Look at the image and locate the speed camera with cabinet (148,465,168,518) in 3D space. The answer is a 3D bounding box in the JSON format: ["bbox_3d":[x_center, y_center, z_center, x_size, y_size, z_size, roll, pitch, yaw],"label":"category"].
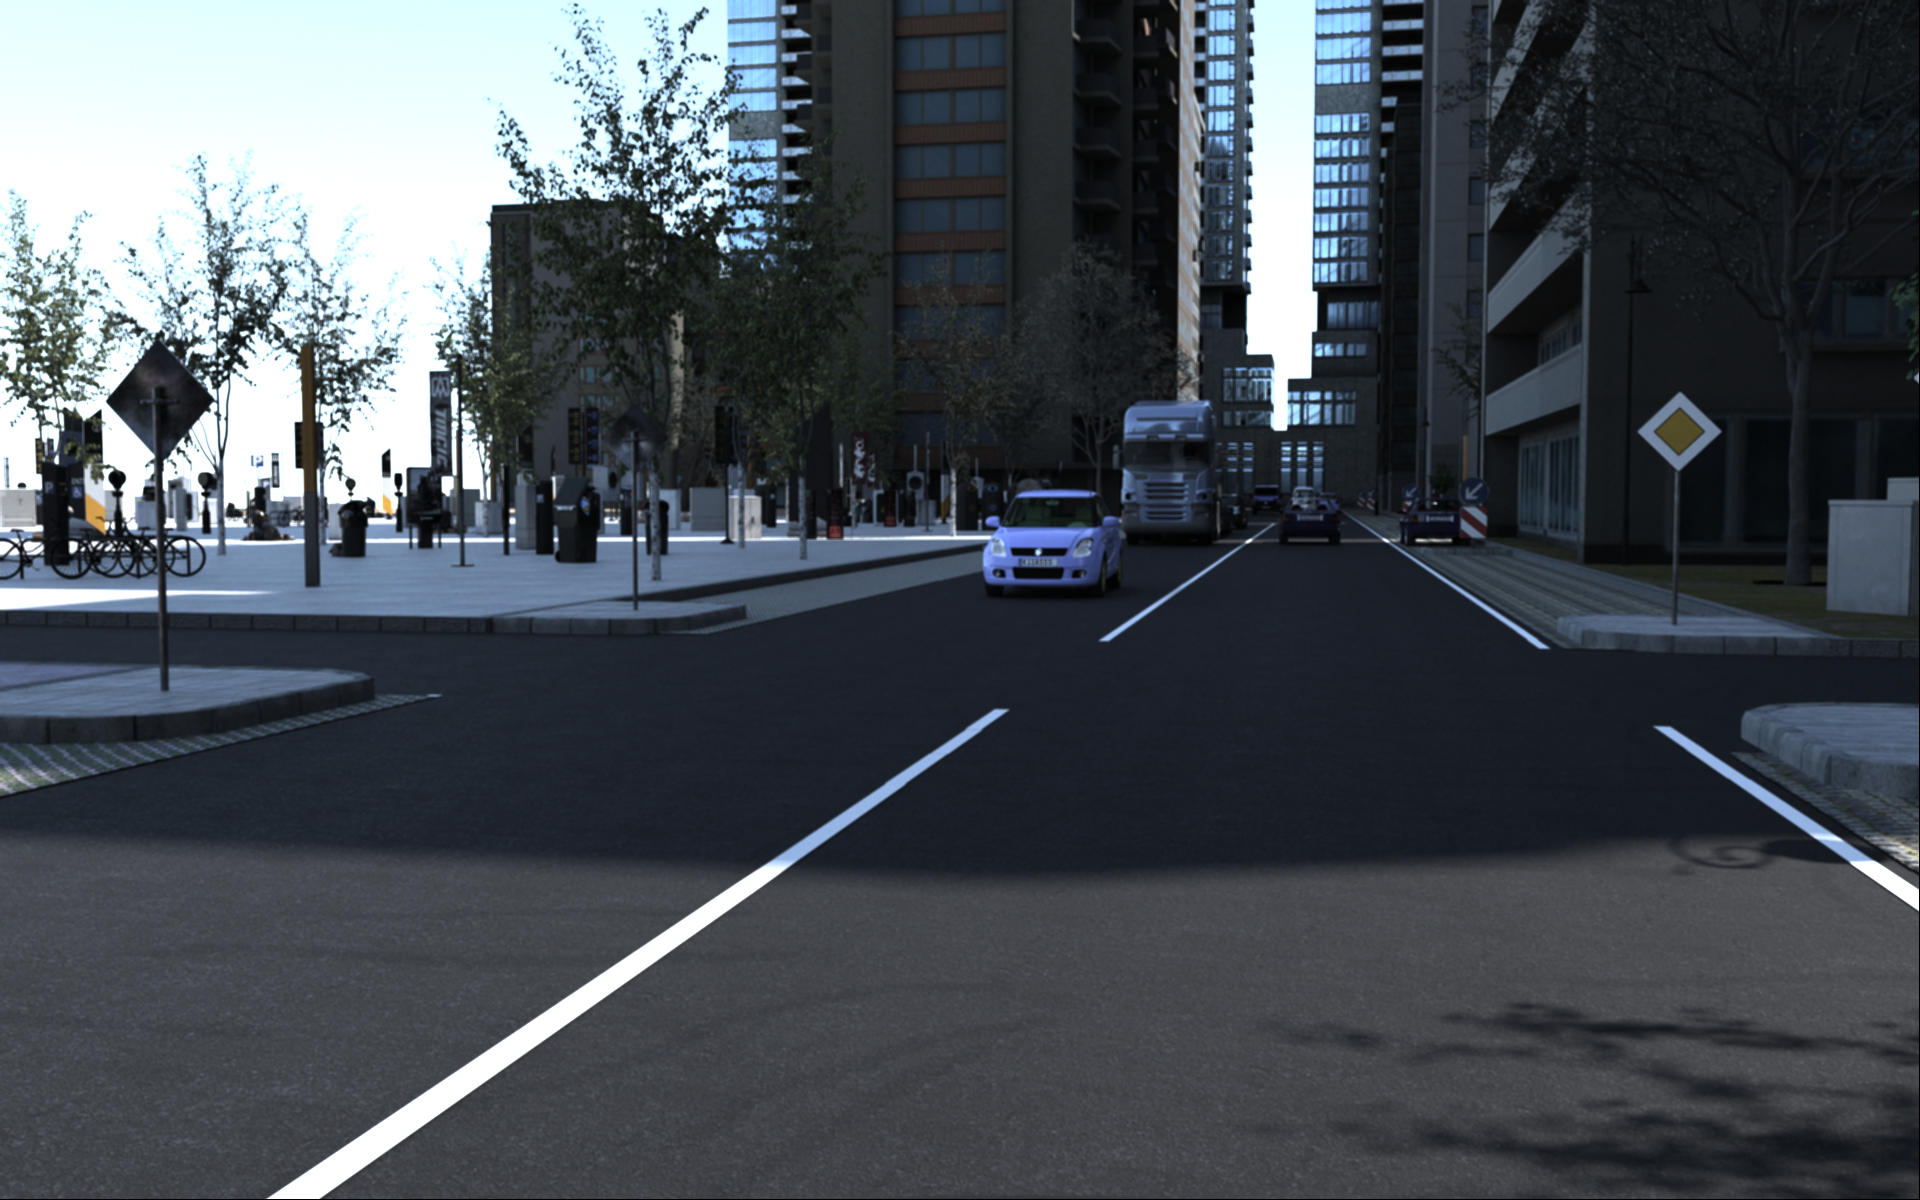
[{"bbox_3d":[-42.920,-6.108,94.195,2.038,3.252,0.660,1,4,15],"label":"speed camera with cabinet"}]

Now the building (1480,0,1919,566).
[{"bbox_3d":[24.002,-25.367,38.447,21.300,48.544,21.600,1,4,12],"label":"building"}]

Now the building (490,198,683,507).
[{"bbox_3d":[-37.312,-24.563,173.312,14.107,30.474,14.160,1,4,12],"label":"building"}]

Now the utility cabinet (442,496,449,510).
[{"bbox_3d":[-20.343,-3.439,67.394,1.020,1.237,0.306,1,4,14],"label":"utility cabinet"}]

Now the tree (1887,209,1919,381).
[{"bbox_3d":[9.958,-1.927,15.215,4.285,4.588,4.351,0,3,0],"label":"tree"}]

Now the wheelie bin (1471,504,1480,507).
[{"bbox_3d":[19.436,-3.458,64.450,0.980,1.594,0.693,3,5,40],"label":"wheelie bin"}]

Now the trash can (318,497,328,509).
[{"bbox_3d":[-37.614,-5.534,102.138,0.748,1.137,0.748,0,3,0],"label":"trash can"}]

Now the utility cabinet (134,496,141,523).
[{"bbox_3d":[-35.693,-3.956,75.843,1.020,1.237,0.306,2,4,24],"label":"utility cabinet"}]

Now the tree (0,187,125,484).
[{"bbox_3d":[-22.021,-5.588,41.727,4.737,8.622,4.395,0,3,0],"label":"tree"}]

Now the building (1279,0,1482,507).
[{"bbox_3d":[48.702,-53.039,179.854,31.000,86.520,22.319,1,4,12],"label":"building"}]

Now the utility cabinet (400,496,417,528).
[{"bbox_3d":[-21.020,-3.359,66.084,0.306,1.237,1.020,1,4,10],"label":"utility cabinet"}]

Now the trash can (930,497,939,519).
[{"bbox_3d":[-1.400,-4.518,85.514,0.748,1.137,0.748,0,3,0],"label":"trash can"}]

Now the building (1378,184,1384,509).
[{"bbox_3d":[41.796,-22.645,141.947,14.160,30.474,14.107,1,4,12],"label":"building"}]

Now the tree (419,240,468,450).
[{"bbox_3d":[-13.745,-6.129,50.572,4.737,8.622,4.395,0,3,0],"label":"tree"}]

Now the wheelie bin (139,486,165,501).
[{"bbox_3d":[-32.842,-3.828,70.490,0.980,1.594,0.693,-3,4,-36],"label":"wheelie bin"}]

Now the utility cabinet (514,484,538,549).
[{"bbox_3d":[-10.086,-1.946,40.501,0.318,1.500,1.173,0,4,4],"label":"utility cabinet"}]

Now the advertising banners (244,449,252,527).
[{"bbox_3d":[-27.768,-4.361,67.488,0.090,3.025,2.074,-1,4,-17],"label":"advertising banners"}]

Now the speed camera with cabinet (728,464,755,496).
[{"bbox_3d":[-7.427,-3.938,58.730,0.660,3.252,2.038,-1,4,-19],"label":"speed camera with cabinet"}]

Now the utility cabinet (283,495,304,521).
[{"bbox_3d":[-31.760,-4.370,82.609,1.020,1.237,0.306,1,4,19],"label":"utility cabinet"}]

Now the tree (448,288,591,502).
[{"bbox_3d":[-16.430,-6.846,62.288,4.360,8.622,3.978,0,3,0],"label":"tree"}]

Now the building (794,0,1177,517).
[{"bbox_3d":[1.876,-27.779,108.805,22.147,44.769,28.867,1,4,12],"label":"building"}]

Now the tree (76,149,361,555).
[{"bbox_3d":[-15.897,-5.273,36.581,4.360,8.622,3.978,0,3,0],"label":"tree"}]

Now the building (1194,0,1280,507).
[{"bbox_3d":[18.325,-53.416,186.030,31.000,86.520,22.319,1,4,12],"label":"building"}]

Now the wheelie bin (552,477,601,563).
[{"bbox_3d":[-7.189,-1.503,32.478,0.980,1.594,0.693,2,4,33],"label":"wheelie bin"}]

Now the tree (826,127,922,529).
[{"bbox_3d":[-3.325,-5.103,33.799,4.737,8.622,4.395,0,3,0],"label":"tree"}]

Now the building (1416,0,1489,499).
[{"bbox_3d":[38.663,-34.376,104.044,21.231,58.520,28.212,1,4,12],"label":"building"}]

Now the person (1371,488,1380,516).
[{"bbox_3d":[27.516,-6.483,114.515,0.705,1.823,1.348,0,4,-8],"label":"person"}]

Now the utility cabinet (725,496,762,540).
[{"bbox_3d":[-6.087,-2.310,48.932,0.306,1.237,1.020,3,5,45],"label":"utility cabinet"}]

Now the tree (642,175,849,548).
[{"bbox_3d":[-4.945,-5.536,40.874,4.360,8.622,3.978,0,3,0],"label":"tree"}]

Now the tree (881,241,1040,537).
[{"bbox_3d":[0.031,-6.177,51.351,4.360,8.622,3.978,0,3,0],"label":"tree"}]

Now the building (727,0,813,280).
[{"bbox_3d":[-12.745,-53.816,192.568,31.000,86.520,22.319,1,4,12],"label":"building"}]

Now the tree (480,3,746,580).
[{"bbox_3d":[-4.758,-4.595,25.484,4.737,8.622,4.395,0,3,0],"label":"tree"}]

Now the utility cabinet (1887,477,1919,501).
[{"bbox_3d":[12.839,-0.886,23.168,0.318,1.500,1.173,0,4,2],"label":"utility cabinet"}]

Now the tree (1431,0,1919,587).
[{"bbox_3d":[11.807,-6.962,24.205,12.009,13.543,11.850,0,3,0],"label":"tree"}]

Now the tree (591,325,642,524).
[{"bbox_3d":[-14.031,-7.536,73.578,4.360,8.622,3.978,0,3,0],"label":"tree"}]

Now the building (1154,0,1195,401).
[{"bbox_3d":[9.982,-29.317,129.443,14.600,45.320,14.200,1,4,12],"label":"building"}]

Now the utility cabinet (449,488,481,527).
[{"bbox_3d":[-19.284,-3.596,67.468,1.173,1.500,0.318,-3,5,-40],"label":"utility cabinet"}]

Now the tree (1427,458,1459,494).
[{"bbox_3d":[25.637,-5.984,92.444,1.663,3.219,1.824,0,3,0],"label":"tree"}]

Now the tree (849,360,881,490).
[{"bbox_3d":[-4.272,-8.763,93.629,4.360,8.622,3.978,0,3,0],"label":"tree"}]

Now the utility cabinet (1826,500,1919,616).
[{"bbox_3d":[9.912,-0.462,18.708,0.306,1.237,1.020,-2,4,-25],"label":"utility cabinet"}]

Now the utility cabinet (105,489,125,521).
[{"bbox_3d":[-40.154,-4.479,81.909,1.173,1.500,0.318,0,4,-2],"label":"utility cabinet"}]

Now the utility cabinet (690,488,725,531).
[{"bbox_3d":[-8.744,-3.139,59.994,1.173,1.500,0.318,-1,4,-18],"label":"utility cabinet"}]

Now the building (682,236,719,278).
[{"bbox_3d":[-35.723,-25.860,194.515,14.107,30.474,14.160,1,4,12],"label":"building"}]

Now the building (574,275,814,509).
[{"bbox_3d":[-16.703,-19.396,162.165,28.899,21.520,27.650,1,4,12],"label":"building"}]

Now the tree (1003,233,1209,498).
[{"bbox_3d":[6.527,-10.525,82.455,12.009,13.543,11.850,0,3,0],"label":"tree"}]

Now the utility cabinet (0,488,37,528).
[{"bbox_3d":[-35.706,-3.484,65.644,1.173,1.500,0.318,-3,4,-37],"label":"utility cabinet"}]

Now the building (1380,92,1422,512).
[{"bbox_3d":[38.699,-21.718,126.794,14.160,30.474,14.107,1,4,12],"label":"building"}]

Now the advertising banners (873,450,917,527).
[{"bbox_3d":[-2.699,-4.360,67.471,2.074,3.025,0.090,0,4,-2],"label":"advertising banners"}]

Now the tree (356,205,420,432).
[{"bbox_3d":[-15.819,-5.693,43.440,4.360,8.622,3.978,0,3,0],"label":"tree"}]

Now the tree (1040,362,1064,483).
[{"bbox_3d":[2.101,-7.302,69.751,4.360,8.622,3.978,0,3,0],"label":"tree"}]

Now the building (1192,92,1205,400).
[{"bbox_3d":[9.204,-28.247,153.724,23.993,40.220,32.217,1,4,12],"label":"building"}]

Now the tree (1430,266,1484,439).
[{"bbox_3d":[17.656,-6.509,56.781,4.360,8.622,3.978,0,3,0],"label":"tree"}]

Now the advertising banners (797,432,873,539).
[{"bbox_3d":[-3.564,-3.224,48.894,2.074,3.025,0.090,0,4,6],"label":"advertising banners"}]

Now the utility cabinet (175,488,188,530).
[{"bbox_3d":[-27.309,-3.187,60.780,0.318,1.500,1.173,-1,4,-21],"label":"utility cabinet"}]
